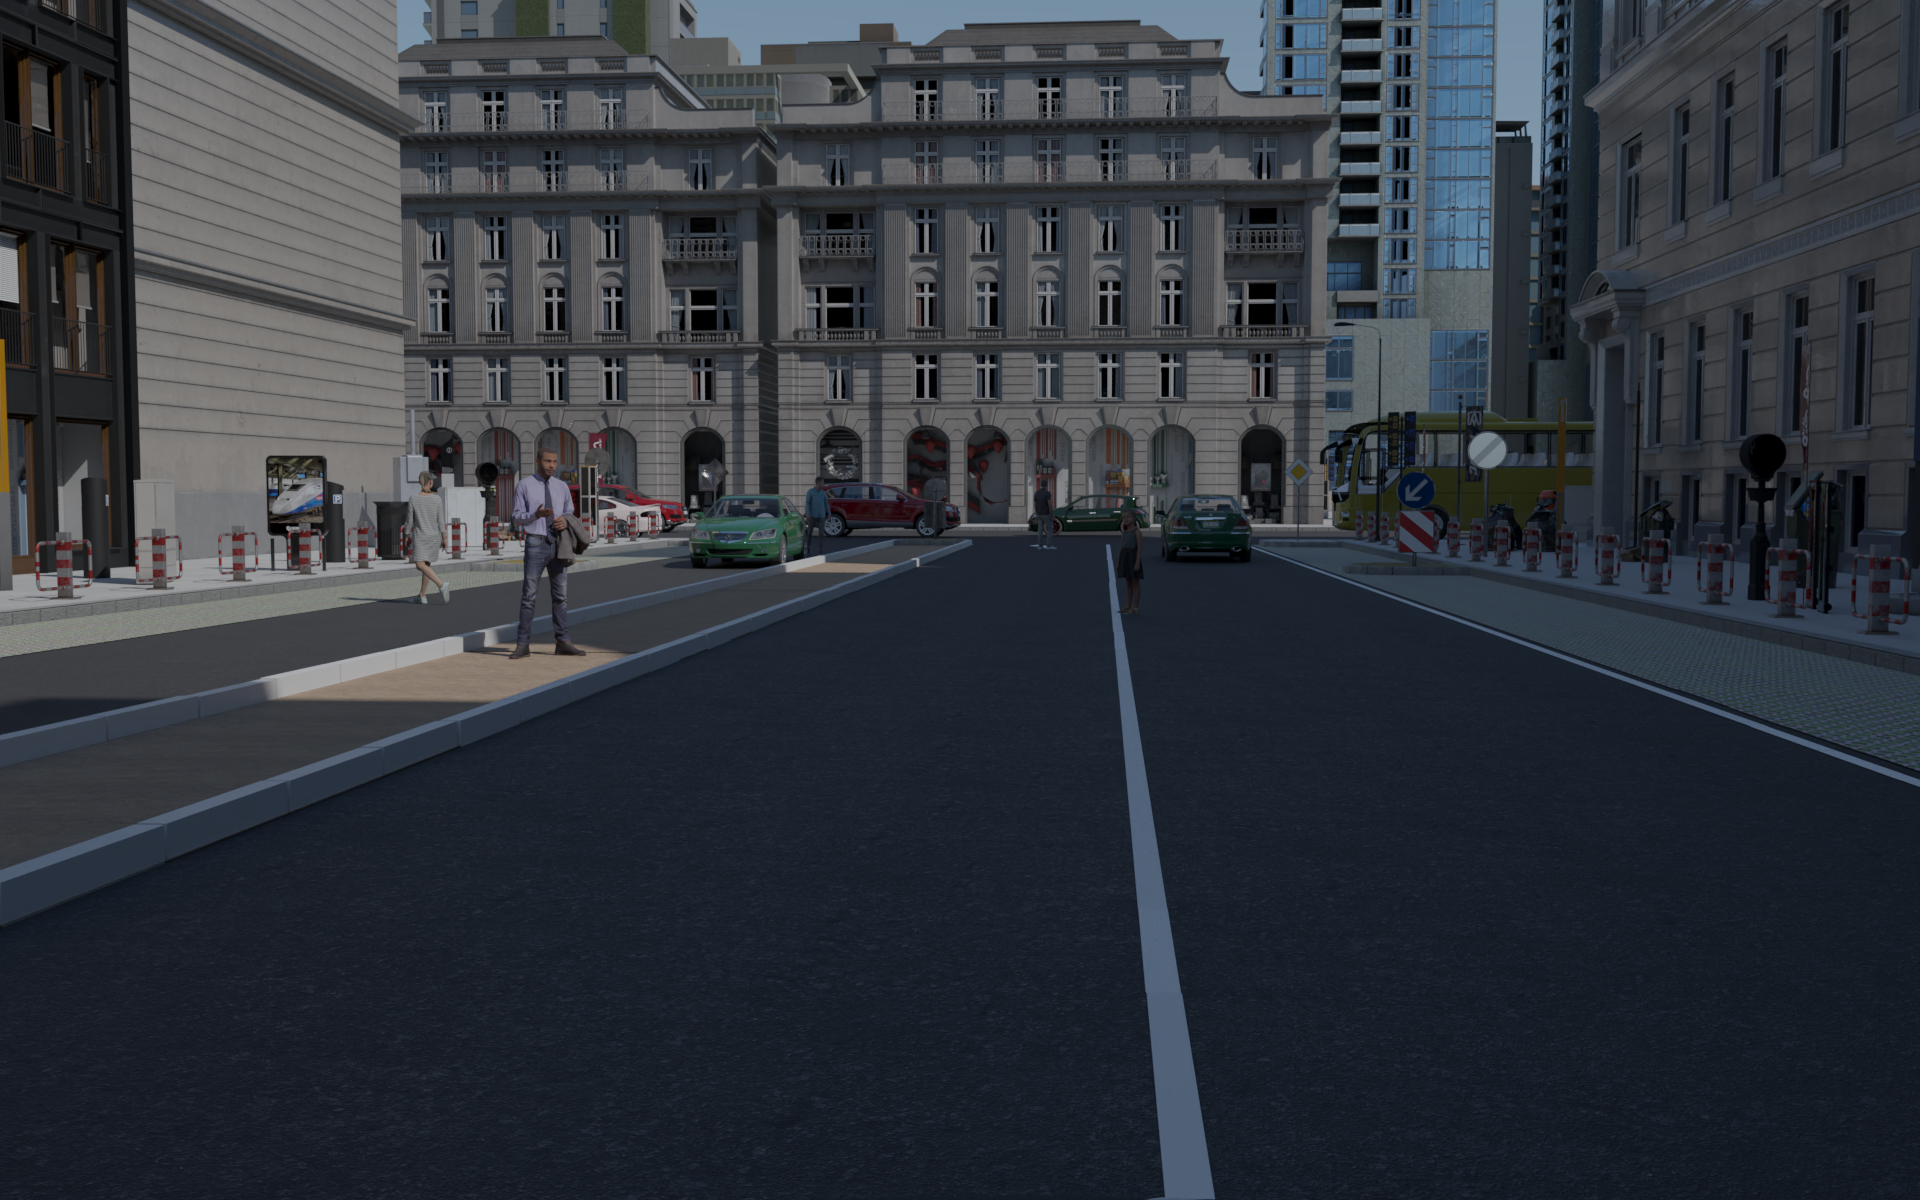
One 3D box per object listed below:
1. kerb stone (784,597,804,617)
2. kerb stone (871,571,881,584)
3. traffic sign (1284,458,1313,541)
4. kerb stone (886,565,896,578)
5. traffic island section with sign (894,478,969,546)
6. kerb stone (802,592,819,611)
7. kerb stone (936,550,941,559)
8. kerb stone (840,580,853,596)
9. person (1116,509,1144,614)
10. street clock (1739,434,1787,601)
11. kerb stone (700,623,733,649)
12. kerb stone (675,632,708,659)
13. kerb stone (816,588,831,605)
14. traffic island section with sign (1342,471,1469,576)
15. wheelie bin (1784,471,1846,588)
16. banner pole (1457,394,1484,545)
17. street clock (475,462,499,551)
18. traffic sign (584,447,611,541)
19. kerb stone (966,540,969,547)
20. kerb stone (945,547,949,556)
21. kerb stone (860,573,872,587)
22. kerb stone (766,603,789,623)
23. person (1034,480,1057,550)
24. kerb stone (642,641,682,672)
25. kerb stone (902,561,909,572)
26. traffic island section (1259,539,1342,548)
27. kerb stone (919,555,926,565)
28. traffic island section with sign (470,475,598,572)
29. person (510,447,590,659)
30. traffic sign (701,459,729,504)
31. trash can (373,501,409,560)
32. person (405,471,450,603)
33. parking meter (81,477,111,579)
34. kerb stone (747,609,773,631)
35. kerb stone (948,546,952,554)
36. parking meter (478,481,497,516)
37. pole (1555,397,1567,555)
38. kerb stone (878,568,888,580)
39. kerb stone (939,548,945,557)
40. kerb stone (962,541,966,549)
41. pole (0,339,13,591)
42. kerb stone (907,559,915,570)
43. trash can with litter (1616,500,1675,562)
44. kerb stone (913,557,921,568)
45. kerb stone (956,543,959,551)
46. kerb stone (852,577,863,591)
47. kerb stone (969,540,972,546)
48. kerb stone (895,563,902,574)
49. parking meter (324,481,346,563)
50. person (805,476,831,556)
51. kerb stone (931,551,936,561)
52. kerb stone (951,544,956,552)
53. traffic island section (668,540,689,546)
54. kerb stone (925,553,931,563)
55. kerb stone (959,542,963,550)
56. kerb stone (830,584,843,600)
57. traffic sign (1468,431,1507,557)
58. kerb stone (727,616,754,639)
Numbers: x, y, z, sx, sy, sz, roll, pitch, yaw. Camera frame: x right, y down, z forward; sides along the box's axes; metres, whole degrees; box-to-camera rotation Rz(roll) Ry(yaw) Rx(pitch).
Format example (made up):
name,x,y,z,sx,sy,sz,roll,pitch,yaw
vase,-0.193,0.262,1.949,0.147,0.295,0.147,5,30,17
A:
name,x,y,z,sx,sy,sz,roll,pitch,yaw
kerb stone,-2.020,0.101,20.537,0.120,0.150,1.000,0,4,5
kerb stone,-1.430,-0.334,27.703,0.120,0.150,1.000,0,4,5
traffic sign,9.281,-2.684,47.518,0.795,2.450,0.064,0,4,5
kerb stone,-1.259,-0.461,29.758,0.120,0.150,1.000,0,4,5
traffic island section with sign,-0.763,-2.478,48.652,2.006,1.907,1.989,0,4,5
kerb stone,-1.927,0.039,21.557,0.120,0.150,1.000,0,4,5
kerb stone,-0.587,-0.963,37.936,0.120,0.150,1.000,0,4,5
kerb stone,-1.682,-0.149,24.627,0.120,0.150,1.000,0,4,5
person,2.029,-0.461,20.700,0.373,1.253,0.362,-2,4,-33
street clock,9.654,-0.997,20.875,0.471,2.002,0.358,0,4,-2
kerb stone,-2.342,0.352,16.447,0.120,0.150,1.000,0,4,5
kerb stone,-2.436,0.421,15.428,0.120,0.150,1.000,0,4,5
kerb stone,-1.848,-0.024,22.583,0.120,0.150,1.000,0,4,5
traffic island section with sign,7.979,-1.384,31.253,1.989,1.847,2.006,0,4,5
wheelie bin,11.728,-0.971,23.779,0.693,1.594,0.980,1,4,15
banner pole,12.706,-3.262,43.349,0.863,3.779,0.401,3,5,43
street clock,-10.727,-2.125,39.310,0.471,2.002,0.358,-2,4,-35
traffic sign,-9.922,-2.890,47.365,0.768,2.556,0.104,1,4,13
kerb stone,0.081,-1.463,46.113,0.120,0.150,1.000,0,4,5
kerb stone,-0.422,-1.088,39.978,0.120,0.150,1.000,0,4,5
kerb stone,-1.517,-0.274,26.681,0.120,0.150,1.000,0,4,5
kerb stone,-2.101,0.164,19.516,0.120,0.150,1.000,0,4,5
person,2.212,-2.215,44.835,0.434,1.807,0.598,-3,5,-40
kerb stone,-2.513,0.478,14.406,0.120,0.150,1.000,0,4,5
kerb stone,-1.098,-0.584,31.801,0.120,0.150,1.000,0,4,5
traffic island section,9.305,-1.548,47.593,2.009,0.180,2.903,0,4,5
kerb stone,-0.843,-0.775,34.863,0.120,0.150,1.000,0,4,5
traffic island section with sign,-7.934,-1.470,32.658,1.989,1.847,2.006,0,4,5
person,-3.548,-0.407,15.015,0.709,1.838,0.599,-3,4,-38
traffic sign,-6.908,-2.765,48.856,0.795,2.450,0.064,0,4,5
trash can,-11.033,-1.349,33.714,0.748,1.137,0.748,0,3,0
person,-6.914,-0.815,22.569,0.760,1.731,0.466,2,4,25
parking meter,-13.163,-1.099,26.377,0.372,1.533,0.369,0,3,0
kerb stone,-2.180,0.229,18.495,0.120,0.150,1.000,0,4,5
kerb stone,-0.341,-1.150,40.999,0.120,0.150,1.000,0,4,5
parking meter,-11.672,-2.269,42.812,0.399,1.863,0.255,2,4,28
pole,12.734,-2.621,36.690,0.158,3.312,0.155,0,3,0
kerb stone,-1.351,-0.400,28.734,0.120,0.150,1.000,0,4,5
kerb stone,-0.509,-1.023,38.958,0.120,0.150,1.000,0,4,5
kerb stone,-0.004,-1.394,45.093,0.120,0.150,1.000,0,4,5
pole,-12.699,-1.778,22.908,0.158,3.312,0.155,0,3,0
kerb stone,-1.010,-0.644,32.821,0.120,0.150,1.000,0,4,5
trash can with litter,12.848,-1.294,32.537,0.624,1.170,1.055,-2,4,-35
kerb stone,-0.924,-0.712,33.841,0.120,0.150,1.000,0,4,5
kerb stone,-0.182,-1.275,43.047,0.120,0.150,1.000,0,4,5
kerb stone,-1.598,-0.208,25.657,0.120,0.150,1.000,0,4,5
kerb stone,0.152,-1.525,47.136,0.120,0.150,1.000,0,4,5
kerb stone,-1.188,-0.525,30.780,0.120,0.150,1.000,0,4,5
parking meter,-11.722,-1.470,32.443,0.372,1.533,0.369,0,3,0
person,-3.340,-1.966,40.510,0.638,1.841,0.748,-1,4,-18
kerb stone,-0.676,-0.900,36.912,0.120,0.150,1.000,0,4,5
kerb stone,-0.265,-1.213,42.026,0.120,0.150,1.000,0,4,5
traffic island section,-6.932,-1.629,48.920,2.009,0.180,2.903,0,4,5
kerb stone,-0.767,-0.834,35.886,0.120,0.150,1.000,0,4,5
kerb stone,-0.094,-1.335,44.072,0.120,0.150,1.000,0,4,5
kerb stone,-1.766,-0.078,23.606,0.120,0.150,1.000,0,4,5
traffic sign,10.722,-2.150,35.266,0.768,2.556,0.104,1,4,13
kerb stone,-2.269,0.294,17.475,0.120,0.150,1.000,0,4,5
